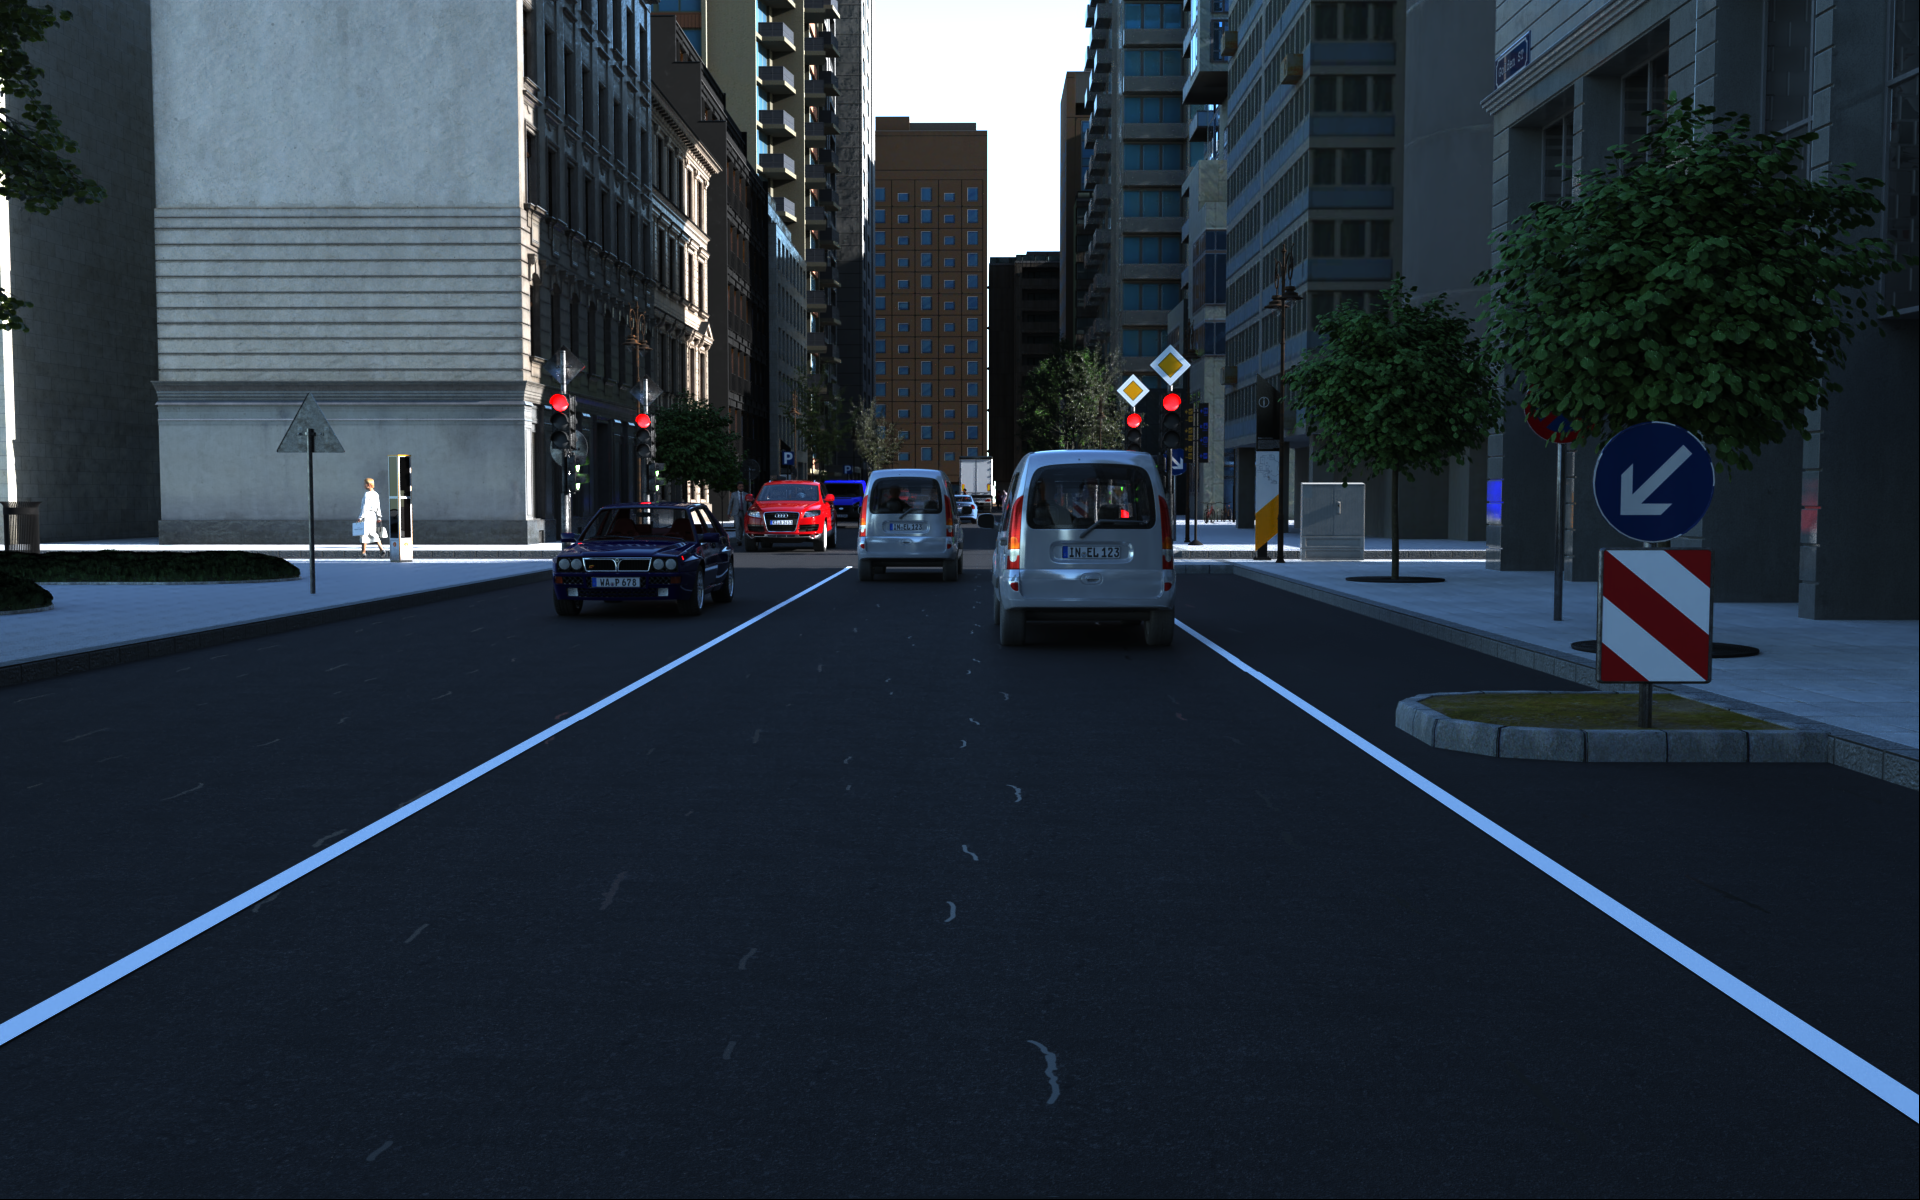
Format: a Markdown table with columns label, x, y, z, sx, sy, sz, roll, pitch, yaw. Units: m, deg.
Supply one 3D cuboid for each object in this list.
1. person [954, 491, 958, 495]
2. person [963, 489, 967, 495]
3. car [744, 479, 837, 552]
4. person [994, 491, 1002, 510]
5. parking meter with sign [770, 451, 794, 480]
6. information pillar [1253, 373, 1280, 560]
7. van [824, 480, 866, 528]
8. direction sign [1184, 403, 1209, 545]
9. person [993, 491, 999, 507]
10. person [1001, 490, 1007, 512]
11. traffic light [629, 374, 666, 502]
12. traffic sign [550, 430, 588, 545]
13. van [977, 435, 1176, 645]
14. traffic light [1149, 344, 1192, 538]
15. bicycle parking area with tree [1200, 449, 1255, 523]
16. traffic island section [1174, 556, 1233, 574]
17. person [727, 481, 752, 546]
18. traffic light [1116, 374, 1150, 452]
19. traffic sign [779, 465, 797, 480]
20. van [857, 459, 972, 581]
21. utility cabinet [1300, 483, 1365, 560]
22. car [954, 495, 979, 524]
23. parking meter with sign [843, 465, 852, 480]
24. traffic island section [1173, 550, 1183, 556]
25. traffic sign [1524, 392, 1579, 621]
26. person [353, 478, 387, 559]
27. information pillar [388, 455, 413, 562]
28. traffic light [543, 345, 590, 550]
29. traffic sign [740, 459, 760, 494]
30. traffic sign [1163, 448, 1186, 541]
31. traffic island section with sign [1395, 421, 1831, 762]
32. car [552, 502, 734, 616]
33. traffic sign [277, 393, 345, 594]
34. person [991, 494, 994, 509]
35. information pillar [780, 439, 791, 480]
| label | x | y | z | sx | sy | sz | roll | pitch | yaw |
| --- | --- | --- | --- | --- | --- | --- | --- | --- | --- |
| person | -0.422 | -10.505 | 180.974 | 1.217 | 1.736 | 0.721 | 1 | 4 | 11 |
| person | 0.312 | -7.182 | 125.893 | 0.705 | 1.831 | 1.348 | -2 | 4 | -28 |
| car | -4.337 | -2.213 | 44.858 | 2.281 | 1.827 | 5.304 | 0 | 4 | 1 |
| person | 3.672 | -9.094 | 157.863 | 1.217 | 1.739 | 0.721 | -2 | 4 | -25 |
| parking meter with sign | -7.486 | -4.605 | 71.551 | 0.543 | 3.016 | 1.738 | -2 | 4 | -32 |
| information pillar | 5.965 | -2.583 | 33.592 | 0.504 | 3.616 | 0.183 | 0 | 4 | 7 |
| van | -4.999 | -4.315 | 74.933 | 2.240 | 2.365 | 5.245 | 0 | 4 | -1 |
| direction sign | 5.914 | -3.142 | 43.377 | 0.379 | 3.537 | 0.876 | -3 | 4 | -36 |
| person | 4.127 | -11.083 | 189.650 | 0.705 | 1.831 | 1.348 | -2 | 4 | -33 |
| person | 3.256 | -7.225 | 127.293 | 0.551 | 1.740 | 0.621 | 2 | 4 | 32 |
| traffic light | -7.343 | -3.164 | 40.656 | 0.839 | 4.253 | 0.868 | 0 | 4 | 1 |
| traffic sign | -7.577 | -2.044 | 33.526 | 0.768 | 2.556 | 0.104 | 0 | 4 | 8 |
| van | 1.191 | -0.657 | 17.754 | 2.013 | 2.044 | 4.112 | 0 | 4 | 0 |
| traffic light | 3.916 | -2.668 | 32.543 | 0.839 | 4.253 | 0.868 | 0 | 4 | 1 |
| bicycle parking area with tree | 14.981 | -5.551 | 77.765 | 8.231 | 4.147 | 9.016 | 2 | 4 | 28 |
| traffic island section | 3.956 | -0.635 | 32.656 | 2.009 | 0.180 | 2.903 | 0 | 4 | 1 |
| person | -6.115 | -2.412 | 48.209 | 0.678 | 1.792 | 0.850 | -1 | 4 | -22 |
| traffic light | 4.018 | -3.156 | 40.527 | 0.839 | 4.253 | 0.868 | 0 | 4 | 1 |
| traffic sign | -7.304 | -4.498 | 73.649 | 0.768 | 2.556 | 0.104 | 0 | 4 | 6 |
| van | -0.809 | -1.401 | 29.922 | 2.013 | 2.044 | 4.112 | 0 | 4 | 2 |
| utility cabinet | 7.126 | -1.496 | 33.142 | 1.173 | 1.500 | 0.318 | 0 | 4 | 4 |
| car | -0.053 | -4.438 | 84.571 | 2.014 | 1.417 | 4.499 | 0 | 4 | -1 |
| parking meter with sign | -6.935 | -6.635 | 104.743 | 0.543 | 3.016 | 1.738 | -1 | 4 | -14 |
| traffic island section | 4.058 | -1.123 | 40.640 | 2.009 | 0.180 | 2.903 | 0 | 4 | 1 |
| traffic sign | 6.062 | -1.063 | 17.487 | 0.768 | 2.556 | 0.104 | 0 | 4 | 8 |
| person | -12.919 | -1.779 | 37.944 | 0.624 | 1.780 | 0.694 | 2 | 4 | 29 |
| information pillar | -10.530 | -1.718 | 32.588 | 0.304 | 2.012 | 0.304 | 2 | 4 | 34 |
| traffic light | -7.445 | -2.676 | 32.671 | 0.839 | 4.253 | 0.868 | 0 | 4 | 1 |
| traffic sign | -7.651 | -3.845 | 62.980 | 0.768 | 2.556 | 0.104 | 1 | 4 | 10 |
| traffic sign | 5.867 | -2.885 | 47.278 | 0.768 | 2.556 | 0.104 | 0 | 4 | 2 |
| traffic island section with sign | 3.677 | -0.096 | 10.201 | 1.989 | 1.847 | 2.006 | 0 | 4 | 1 |
| car | -3.896 | -0.556 | 21.664 | 1.945 | 1.354 | 3.894 | 0 | 4 | 1 |
| traffic sign | -8.334 | -1.360 | 22.232 | 0.884 | 2.594 | 0.081 | 0 | 4 | 2 |
| person | 2.912 | -9.134 | 161.056 | 0.599 | 1.433 | 0.991 | 0 | 4 | -4 |
| information pillar | -7.399 | -5.010 | 73.275 | 0.504 | 3.616 | 0.183 | -2 | 4 | -24 |
